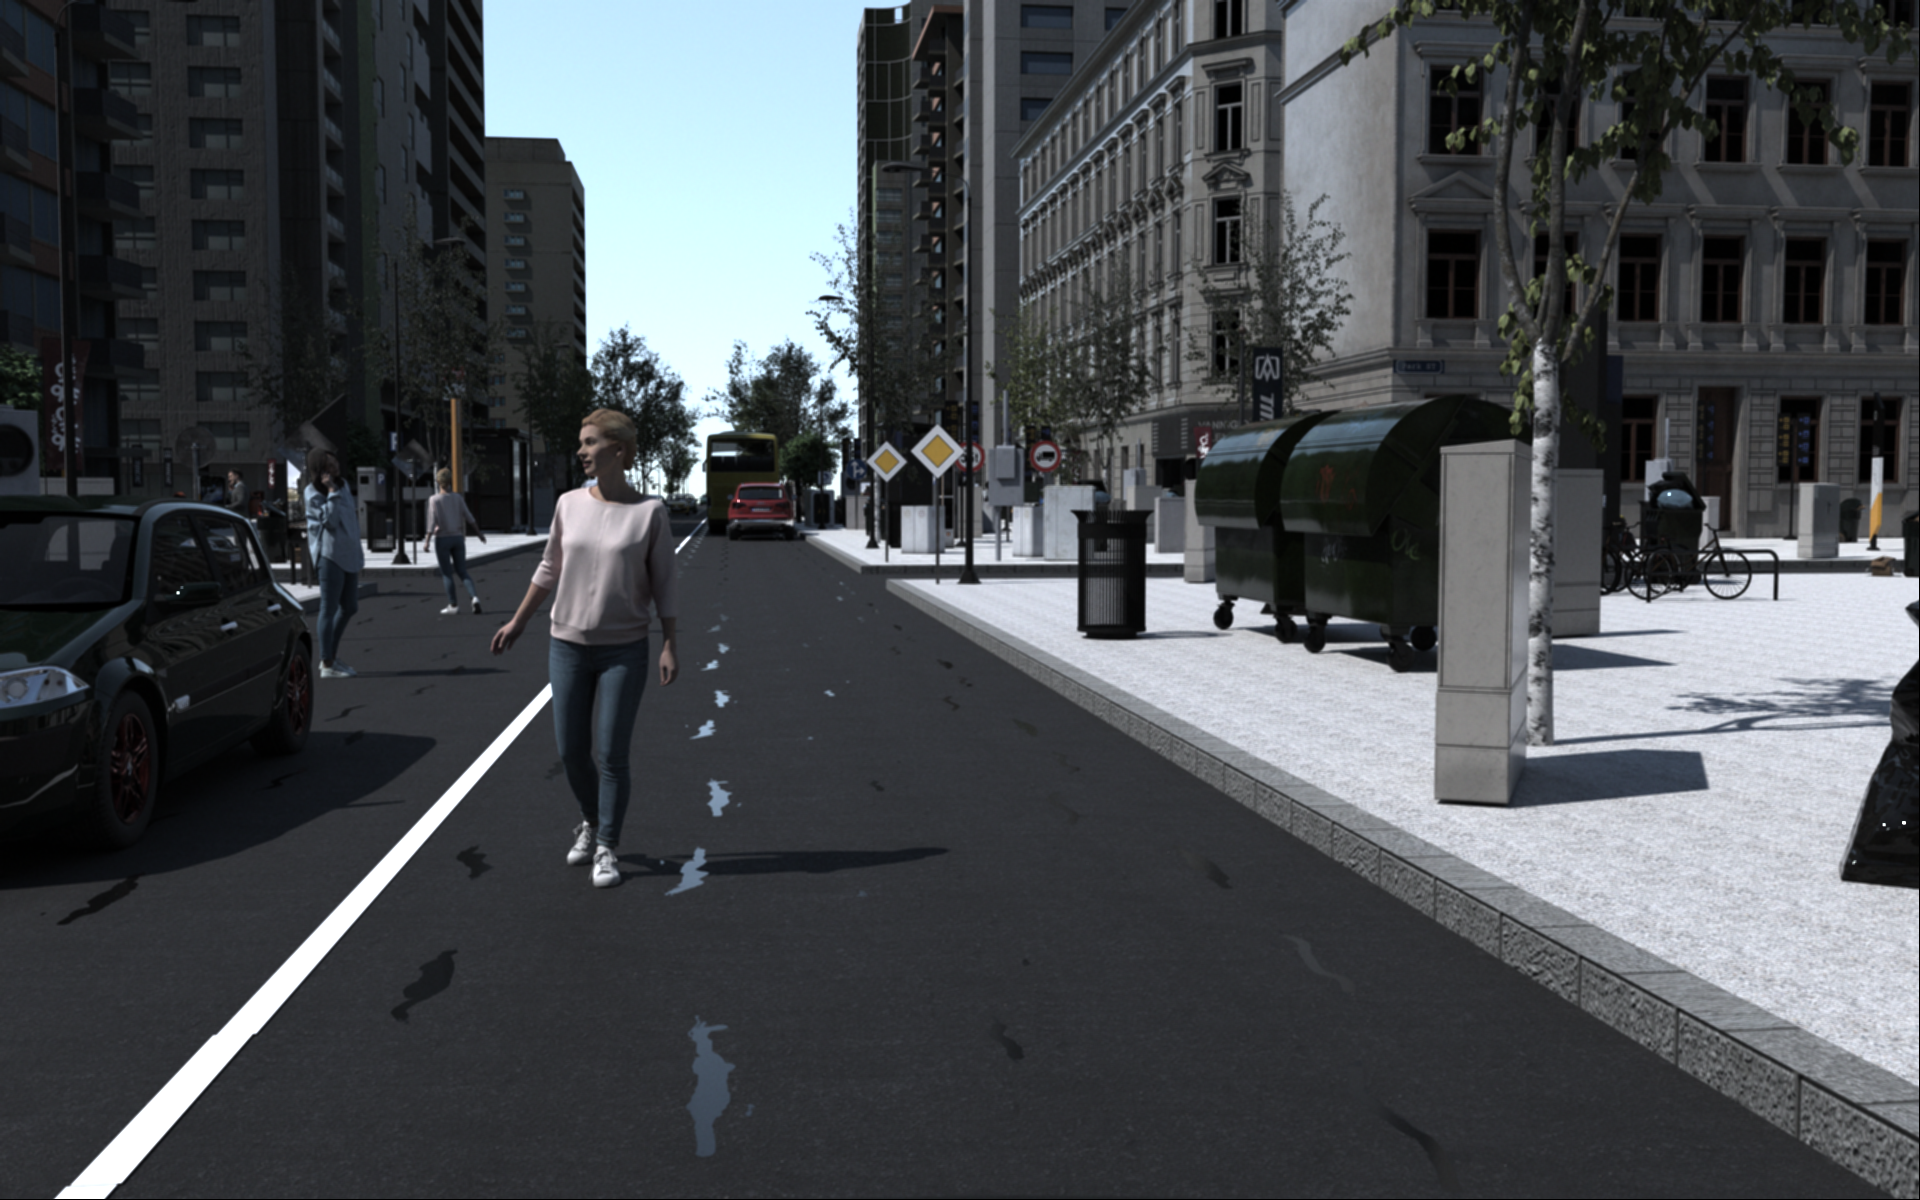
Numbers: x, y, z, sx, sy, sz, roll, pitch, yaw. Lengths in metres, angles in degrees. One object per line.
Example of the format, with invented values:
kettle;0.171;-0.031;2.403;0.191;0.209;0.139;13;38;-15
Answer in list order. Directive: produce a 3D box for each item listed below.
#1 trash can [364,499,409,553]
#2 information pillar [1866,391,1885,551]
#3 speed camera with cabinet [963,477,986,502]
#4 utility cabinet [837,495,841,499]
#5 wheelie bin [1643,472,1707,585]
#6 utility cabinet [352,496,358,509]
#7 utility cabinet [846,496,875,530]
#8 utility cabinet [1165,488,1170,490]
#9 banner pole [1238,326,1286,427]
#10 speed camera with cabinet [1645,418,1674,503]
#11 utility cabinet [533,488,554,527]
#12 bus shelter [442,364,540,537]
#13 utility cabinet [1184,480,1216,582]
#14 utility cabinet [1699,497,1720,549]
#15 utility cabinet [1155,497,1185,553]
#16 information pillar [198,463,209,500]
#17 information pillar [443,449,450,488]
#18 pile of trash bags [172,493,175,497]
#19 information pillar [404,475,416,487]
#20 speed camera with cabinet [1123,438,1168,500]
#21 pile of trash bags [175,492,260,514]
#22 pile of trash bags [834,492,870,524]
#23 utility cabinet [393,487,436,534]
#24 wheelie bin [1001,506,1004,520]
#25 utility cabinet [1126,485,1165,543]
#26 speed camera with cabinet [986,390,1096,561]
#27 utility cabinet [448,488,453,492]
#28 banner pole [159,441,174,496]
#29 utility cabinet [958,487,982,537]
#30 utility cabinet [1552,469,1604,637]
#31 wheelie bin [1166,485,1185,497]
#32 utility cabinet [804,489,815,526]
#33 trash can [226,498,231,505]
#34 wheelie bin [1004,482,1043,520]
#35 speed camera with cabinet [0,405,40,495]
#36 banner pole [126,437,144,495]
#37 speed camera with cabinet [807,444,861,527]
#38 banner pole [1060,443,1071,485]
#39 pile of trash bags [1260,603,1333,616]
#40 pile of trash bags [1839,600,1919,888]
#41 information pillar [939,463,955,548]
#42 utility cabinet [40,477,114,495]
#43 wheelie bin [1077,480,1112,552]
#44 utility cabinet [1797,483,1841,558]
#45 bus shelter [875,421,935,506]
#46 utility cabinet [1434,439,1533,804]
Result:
trash can;-12.723;-1.616;38.082;0.748;1.137;0.748;0;3;0
information pillar;20.784;-2.929;39.251;0.183;3.616;0.504;1;4;10
speed camera with cabinet;1.318;-5.176;78.970;2.038;3.252;0.660;0;4;8
utility cabinet;-6.083;-4.787;89.435;0.306;1.237;1.020;1;4;13
wheelie bin;10.135;-1.021;24.605;0.693;1.594;0.980;0;4;-3
utility cabinet;-21.512;-3.088;61.655;0.306;1.237;1.020;3;5;40
utility cabinet;-3.594;-3.146;62.605;1.020;1.237;0.306;1;4;8
utility cabinet;7.993;-3.510;66.066;0.318;1.500;1.173;1;4;15
banner pole;4.448;-2.200;25.987;0.863;3.779;0.401;0;4;-6
speed camera with cabinet;18.665;-3.149;45.820;0.660;3.252;2.038;3;4;36
utility cabinet;-16.041;-3.516;66.164;1.173;1.500;0.318;2;4;25
bus shelter;-15.222;-4.805;56.193;2.179;5.291;8.768;0;4;-8
utility cabinet;3.540;-1.022;25.394;0.318;1.500;1.173;1;4;19
utility cabinet;17.608;-1.830;41.087;0.306;1.237;1.020;0;4;-6
utility cabinet;4.754;-1.621;37.665;1.020;1.237;0.306;-1;4;-15
information pillar;-35.627;-5.522;81.645;0.504;3.616;0.183;-2;4;-30
information pillar;-25.517;-5.796;86.112;0.504;3.616;0.183;3;5;45
pile of trash bags;-34.192;-4.236;79.007;3.447;1.369;1.912;0;4;-2
information pillar;-20.798;-3.728;65.446;0.304;2.012;0.304;-3;4;-38
speed camera with cabinet;6.693;-4.153;62.244;0.660;3.252;2.038;3;5;43
pile of trash bags;-29.423;-3.664;69.665;1.912;1.369;3.447;1;4;17
pile of trash bags;-4.584;-4.017;75.425;1.912;1.369;3.447;1;4;20
utility cabinet;-17.517;-2.866;55.535;1.173;1.500;0.318;-1;4;-9
wheelie bin;2.239;-4.842;87.079;0.980;1.594;0.693;1;4;17
utility cabinet;4.781;-2.225;45.059;0.318;1.500;1.173;3;5;42
speed camera with cabinet;1.578;-2.379;33.230;2.038;3.252;0.660;0;4;4
utility cabinet;-18.401;-3.263;62.036;1.173;1.500;0.318;0;4;4
banner pole;-37.672;-5.634;82.131;0.401;3.779;0.863;2;4;32
utility cabinet;0.070;-2.597;51.137;1.173;1.500;0.318;0;4;4
utility cabinet;5.198;-0.414;15.448;1.173;1.500;0.318;-2;4;-30
wheelie bin;7.522;-3.178;59.861;0.693;1.594;0.980;2;4;34
utility cabinet;-6.032;-3.731;69.687;0.318;1.500;1.173;0;4;2
trash can;-27.730;-3.278;65.253;0.748;1.137;0.748;0;3;0
wheelie bin;1.705;-2.231;44.380;0.980;1.594;0.693;0;4;7
speed camera with cabinet;-21.763;-2.813;40.323;0.660;3.252;2.038;2;4;32
banner pole;-36.596;-5.305;76.746;0.863;3.779;0.401;-3;5;-42
speed camera with cabinet;-4.935;-4.486;67.687;2.038;3.252;0.660;-1;4;-19
banner pole;5.221;-5.838;85.461;0.863;3.779;0.401;3;5;44
pile of trash bags;4.706;-0.598;19.535;1.912;1.369;3.447;2;4;28
pile of trash bags;4.397;0.290;5.006;1.912;1.369;3.447;-2;4;-29
information pillar;-0.320;-2.231;40.971;0.304;2.012;0.304;-1;4;-18
utility cabinet;-12.097;-0.902;23.422;1.173;1.500;0.318;-3;5;-40
wheelie bin;2.926;-1.876;38.582;0.980;1.594;0.693;2;4;32
utility cabinet;17.088;-1.575;34.423;1.173;1.500;0.318;-3;5;-40
bus shelter;-1.853;-4.055;57.576;1.731;3.624;6.357;0;4;-8
utility cabinet;2.301;0.065;7.610;0.318;1.500;1.173;1;4;21
